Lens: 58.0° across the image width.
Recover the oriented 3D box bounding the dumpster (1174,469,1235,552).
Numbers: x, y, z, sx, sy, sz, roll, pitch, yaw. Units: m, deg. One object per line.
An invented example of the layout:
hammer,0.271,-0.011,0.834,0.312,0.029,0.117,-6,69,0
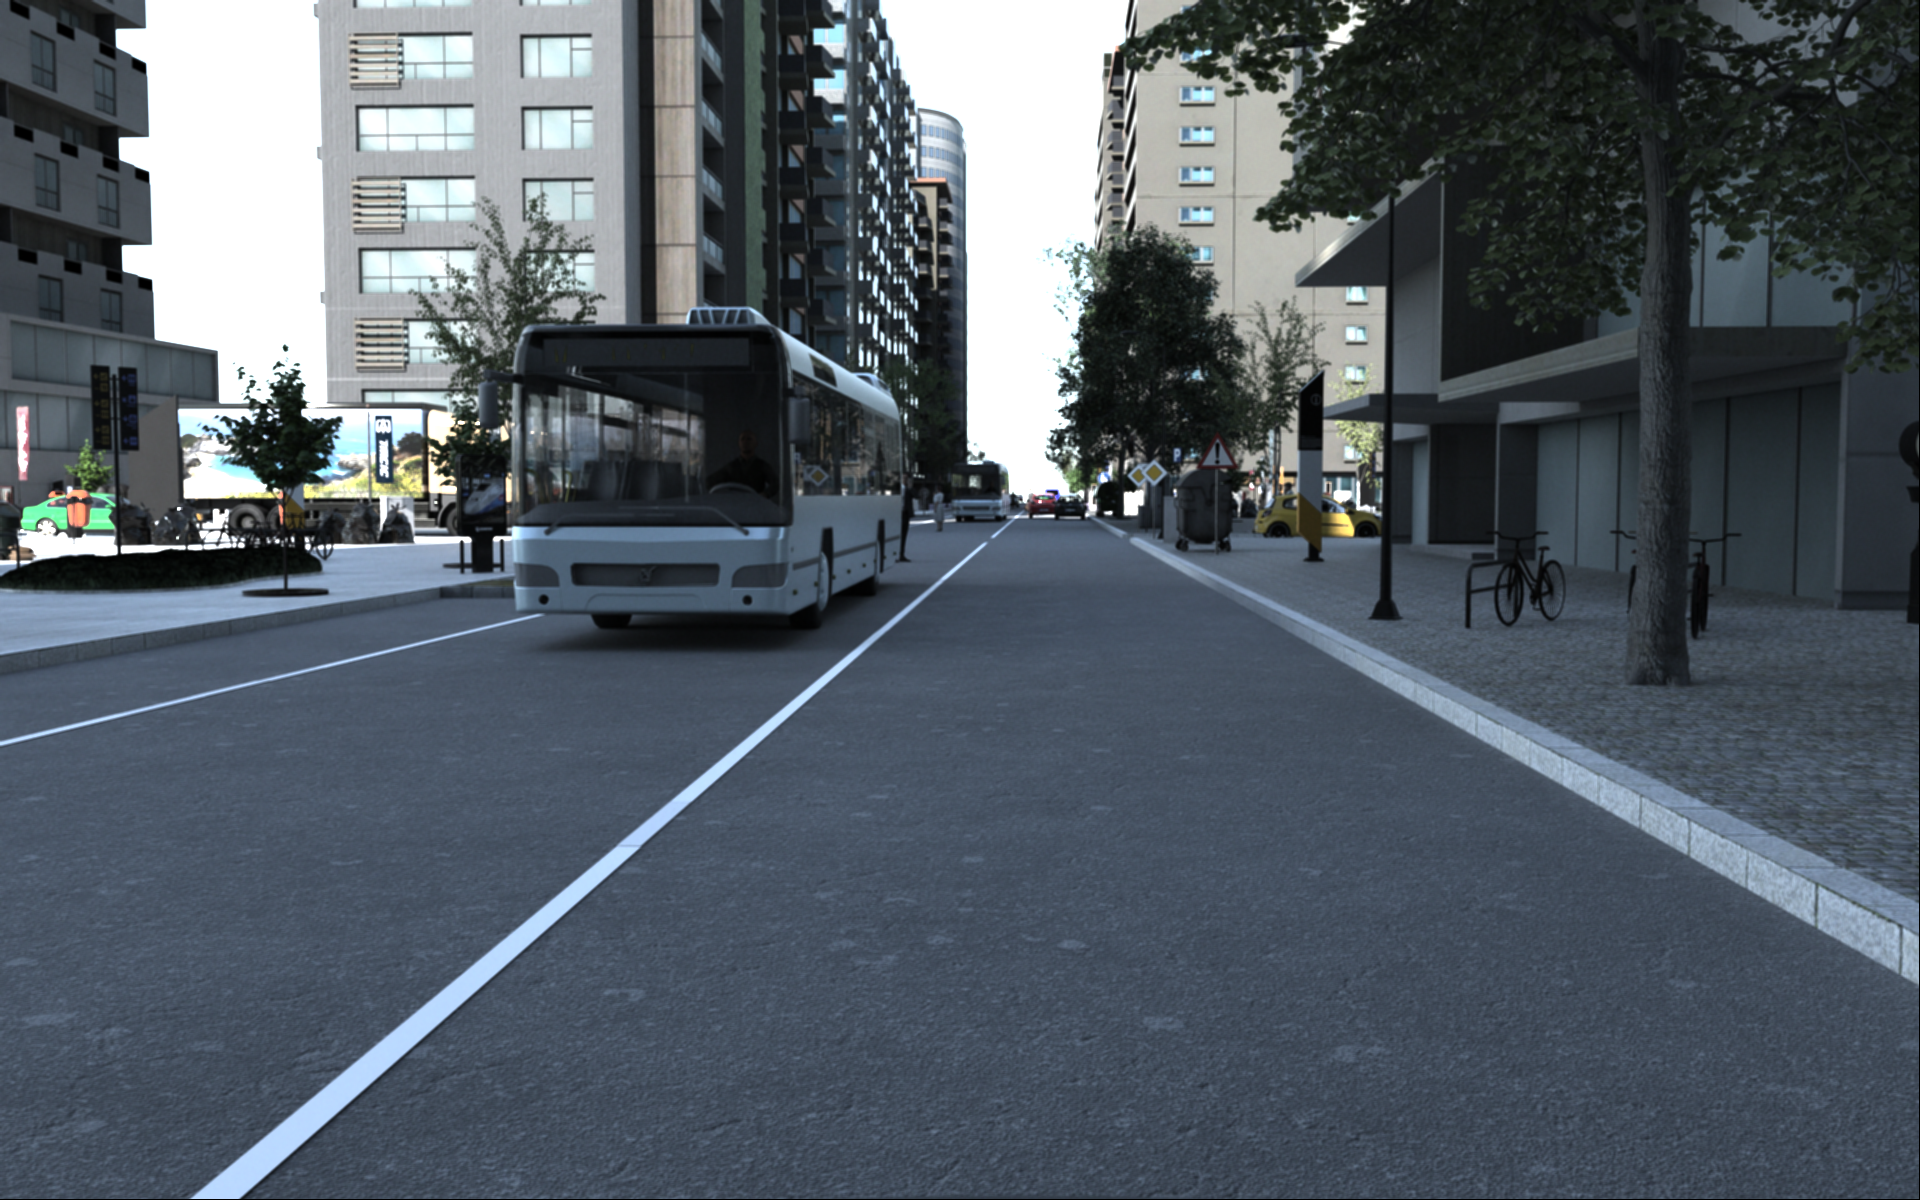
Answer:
dumpster,5.530,-2.042,39.148,1.264,1.857,1.865,0,4,3

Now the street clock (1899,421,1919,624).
street clock,9.532,-0.767,17.103,0.471,2.002,0.358,-1,4,-11

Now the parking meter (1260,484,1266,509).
parking meter,17.988,-5.925,102.587,0.255,1.863,0.399,-1,4,-22

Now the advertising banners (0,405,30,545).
advertising banners,-19.197,-2.366,34.867,2.074,3.025,0.090,3,4,37

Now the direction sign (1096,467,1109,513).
direction sign,8.956,-7.140,108.741,0.876,3.537,0.379,-2,4,-25

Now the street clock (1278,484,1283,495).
street clock,22.462,-7.147,121.431,0.358,2.002,0.471,0,4,3

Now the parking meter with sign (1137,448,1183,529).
parking meter with sign,7.475,-4.196,64.861,1.738,3.016,0.543,-2,4,-27

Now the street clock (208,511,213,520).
street clock,-37.337,-4.988,86.126,0.358,2.002,0.471,2,4,32

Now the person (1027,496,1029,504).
person,9.656,-14.343,244.473,0.415,1.643,0.593,0,4,4

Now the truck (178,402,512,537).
truck,-18.629,-3.995,54.225,11.283,4.237,2.839,0,4,1

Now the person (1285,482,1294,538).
person,10.306,-2.809,54.602,0.466,1.800,0.511,1,4,11

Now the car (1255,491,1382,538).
car,10.954,-2.582,52.439,3.980,1.641,2.015,0,4,3

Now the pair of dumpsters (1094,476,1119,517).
pair of dumpsters,8.332,-5.781,97.019,1.574,2.255,4.437,0,4,3

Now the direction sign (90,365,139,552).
direction sign,-15.012,-2.375,30.832,0.379,3.537,0.876,2,4,30

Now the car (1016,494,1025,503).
car,9.732,-17.163,289.646,2.155,1.783,4.494,0,4,3

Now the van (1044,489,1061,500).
van,10.672,-12.085,201.969,2.240,2.365,5.245,0,4,1

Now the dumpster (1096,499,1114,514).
dumpster,8.738,-5.988,103.661,1.264,1.857,1.865,0,4,3

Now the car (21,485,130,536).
car,-27.411,-2.849,55.373,4.718,1.807,1.959,0,4,2

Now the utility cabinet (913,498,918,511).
utility cabinet,-3.510,-7.241,129.546,0.306,1.237,1.020,-2,4,-33

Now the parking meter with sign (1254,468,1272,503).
parking meter with sign,20.148,-7.176,113.582,1.738,3.016,0.543,1,4,14

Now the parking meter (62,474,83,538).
parking meter,-25.767,-2.732,50.381,0.399,1.863,0.255,1,4,20

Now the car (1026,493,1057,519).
car,4.985,-5.738,102.851,2.155,1.783,4.494,0,4,2

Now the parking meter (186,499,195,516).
parking meter,-35.864,-4.424,80.737,0.372,1.533,0.369,0,3,0

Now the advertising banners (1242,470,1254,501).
advertising banners,20.768,-8.028,127.449,2.074,3.025,0.090,0,4,-6

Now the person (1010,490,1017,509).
person,5.167,-9.850,169.556,1.348,1.824,0.705,-3,5,-43

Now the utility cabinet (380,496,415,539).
utility cabinet,-16.062,-2.344,49.486,0.306,1.237,1.020,2,4,28

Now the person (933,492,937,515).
person,-1.712,-6.715,120.102,0.330,1.601,0.589,2,4,25

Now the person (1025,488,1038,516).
person,4.680,-6.418,113.399,0.822,1.834,0.622,3,4,38

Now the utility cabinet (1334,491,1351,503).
utility cabinet,27.430,-7.066,124.208,1.173,1.500,0.318,3,4,39

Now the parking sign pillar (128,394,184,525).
parking sign pillar,-21.812,-3.579,46.996,1.447,3.967,1.447,0,4,-5

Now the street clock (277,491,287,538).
street clock,-19.730,-2.811,50.537,0.358,2.002,0.471,1,4,10

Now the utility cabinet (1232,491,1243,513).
utility cabinet,18.295,-6.525,115.355,1.173,1.500,0.318,-2,4,-35

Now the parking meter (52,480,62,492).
parking meter,-38.373,-4.159,73.703,0.399,1.863,0.255,0,4,-6

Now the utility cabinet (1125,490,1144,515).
utility cabinet,10.778,-6.016,107.037,1.173,1.500,0.318,2,4,32

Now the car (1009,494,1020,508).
car,5.397,-10.615,185.359,2.131,1.459,4.920,0,4,4

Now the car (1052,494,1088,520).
car,6.129,-5.302,96.474,2.009,1.686,4.222,0,4,3

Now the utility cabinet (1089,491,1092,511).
utility cabinet,9.929,-7.460,130.655,0.318,1.500,1.173,0,4,-1

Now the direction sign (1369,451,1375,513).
direction sign,21.759,-6.085,91.487,0.379,3.537,0.876,0,4,-6

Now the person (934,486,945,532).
person,-0.856,-3.505,66.380,0.524,1.755,0.480,2,4,35

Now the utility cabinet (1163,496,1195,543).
utility cabinet,5.891,-2.111,45.672,1.020,1.237,0.306,1,4,14

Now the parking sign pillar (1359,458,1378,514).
parking sign pillar,26.627,-7.635,113.301,1.447,3.967,1.447,-2,4,-24

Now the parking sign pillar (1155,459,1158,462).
parking sign pillar,15.086,-8.695,130.633,1.447,3.967,1.447,3,4,39

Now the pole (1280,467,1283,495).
pole,24.292,-8.374,130.764,0.158,3.312,0.155,0,3,0
